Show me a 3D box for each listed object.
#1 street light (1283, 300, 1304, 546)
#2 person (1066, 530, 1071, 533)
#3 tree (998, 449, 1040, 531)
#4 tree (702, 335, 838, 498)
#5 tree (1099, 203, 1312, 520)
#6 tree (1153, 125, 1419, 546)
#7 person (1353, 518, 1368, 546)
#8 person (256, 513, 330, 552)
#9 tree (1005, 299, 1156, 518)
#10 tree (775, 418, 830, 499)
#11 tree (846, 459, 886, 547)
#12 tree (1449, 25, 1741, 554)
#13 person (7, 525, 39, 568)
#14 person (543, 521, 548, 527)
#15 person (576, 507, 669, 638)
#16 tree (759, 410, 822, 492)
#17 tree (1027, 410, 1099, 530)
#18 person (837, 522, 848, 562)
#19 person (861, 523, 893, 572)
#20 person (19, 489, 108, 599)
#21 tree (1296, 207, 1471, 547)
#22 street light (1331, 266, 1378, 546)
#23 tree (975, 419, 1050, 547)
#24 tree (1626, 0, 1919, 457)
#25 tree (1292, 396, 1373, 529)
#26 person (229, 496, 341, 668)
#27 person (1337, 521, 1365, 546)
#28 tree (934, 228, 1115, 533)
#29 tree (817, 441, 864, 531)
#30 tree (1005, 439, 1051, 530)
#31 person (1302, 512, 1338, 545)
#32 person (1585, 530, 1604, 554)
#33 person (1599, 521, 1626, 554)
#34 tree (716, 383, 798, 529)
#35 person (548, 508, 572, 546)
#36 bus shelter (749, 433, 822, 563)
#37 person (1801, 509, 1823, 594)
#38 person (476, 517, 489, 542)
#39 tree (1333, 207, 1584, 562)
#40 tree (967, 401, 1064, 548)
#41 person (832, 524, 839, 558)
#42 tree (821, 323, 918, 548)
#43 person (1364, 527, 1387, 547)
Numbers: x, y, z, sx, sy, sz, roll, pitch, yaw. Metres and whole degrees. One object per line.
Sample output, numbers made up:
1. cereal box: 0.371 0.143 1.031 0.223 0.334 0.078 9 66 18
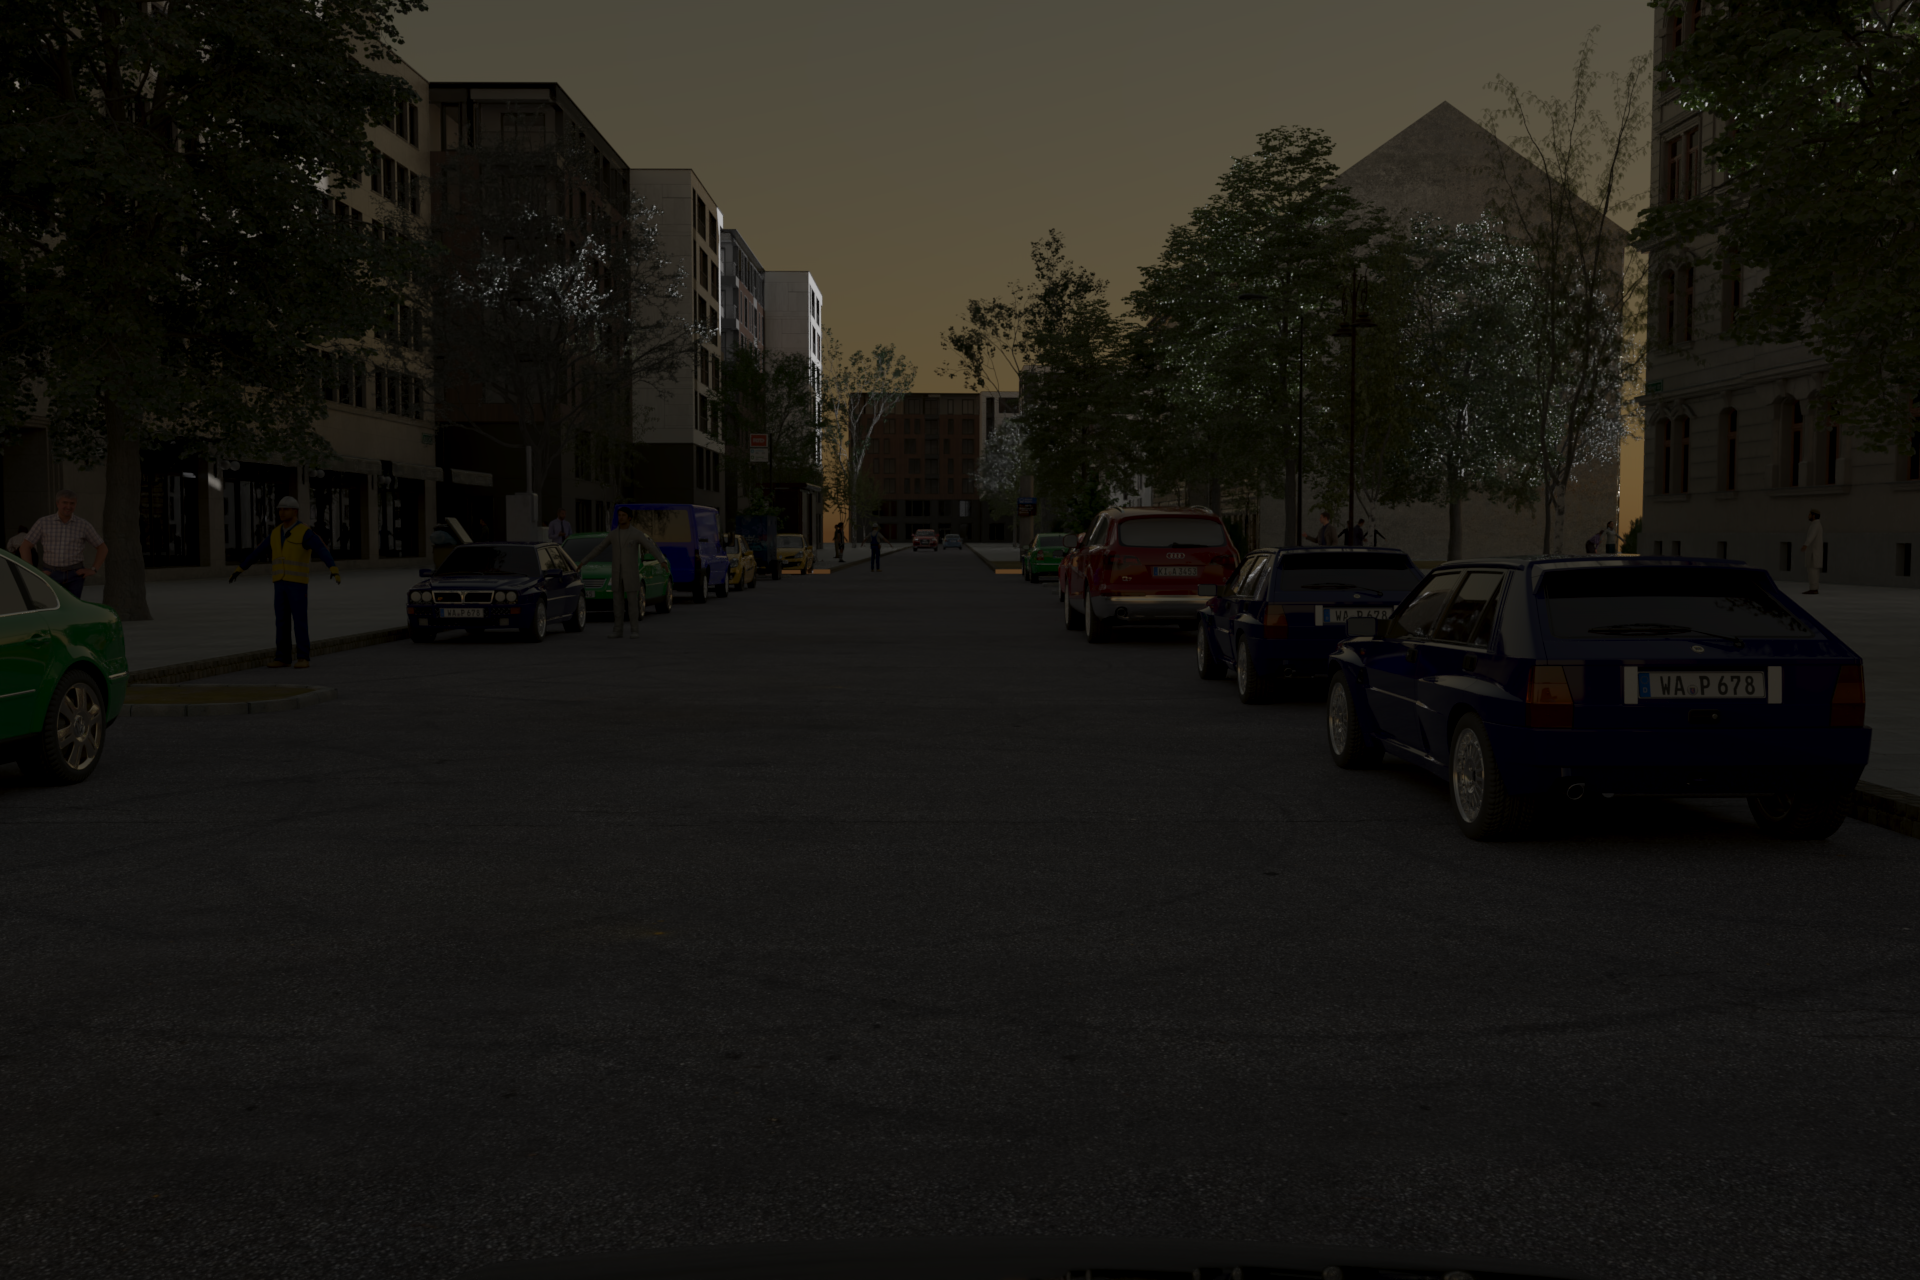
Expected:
1. street light: 7.149 -3.735 33.610 1.470 5.913 1.316 0 4 -1
2. person: 6.538 -5.856 101.867 1.348 1.813 0.705 0 4 3
3. tree: 5.506 -11.857 144.222 4.737 8.622 4.395 0 3 0
4. tree: -10.050 -10.140 91.550 9.928 11.665 9.643 0 3 0
5. tree: 8.533 -8.683 60.099 7.486 12.596 7.792 0 3 0
6. tree: 9.002 -8.012 49.121 7.486 12.596 7.792 0 3 0
7. person: 12.472 -2.905 53.995 0.568 1.767 0.683 -1 4 -22
8. person: -11.769 -1.492 30.562 1.345 1.807 0.704 -3 4 -38
9. tree: 6.070 -10.107 83.375 7.486 12.596 7.792 0 3 0
10. tree: -9.987 -9.702 108.982 4.737 8.622 4.395 0 3 0
11. tree: -9.259 -13.342 168.506 4.737 8.622 4.395 0 3 0
12. tree: 8.880 -4.627 26.018 4.360 8.622 3.978 0 3 0
13. person: -15.585 -1.203 28.907 0.799 1.438 0.628 2 4 29
14. person: -17.200 -4.011 71.805 0.704 1.802 1.346 0 4 -5
15. person: -4.624 -0.931 23.859 1.347 1.806 0.705 1 4 12
16. tree: -9.908 -9.188 100.588 4.360 8.622 3.978 0 3 0
17. tree: 6.372 -8.927 96.326 4.360 8.622 3.978 0 3 0
18. person: -5.357 -4.428 78.542 0.704 1.843 1.345 1 4 11
19. person: -3.203 -3.518 65.827 1.347 1.847 0.705 2 4 23
20. person: -8.611 -0.591 16.647 0.756 1.711 0.436 -1 4 -23
21. tree: 9.597 -5.486 40.066 4.737 8.622 4.395 0 3 0
22. street light: 6.833 -3.510 30.169 0.468 5.910 1.993 0 4 0
23. tree: 4.933 -15.332 168.798 7.486 12.596 7.792 0 3 0
24. tree: 9.242 -5.904 14.658 7.486 12.596 7.792 0 3 0
25. tree: 16.952 -7.928 79.979 4.360 8.622 3.978 0 3 0
26. person: -7.187 -0.619 18.547 1.349 1.833 0.705 1 4 15
27. person: 15.992 -3.992 71.201 1.347 1.837 0.705 1 4 18
28. tree: 4.722 -15.549 110.117 12.611 20.169 13.585 0 3 0
29. tree: -9.254 -11.363 136.142 4.737 8.622 4.395 0 3 0
30. tree: 5.578 -11.240 134.139 4.737 8.622 4.395 0 3 0
31. person: 7.789 -1.898 37.611 0.750 1.759 0.617 0 4 -3
32. person: 22.722 -3.220 61.930 0.421 1.427 0.697 -3 5 -44
33. person: 22.489 -3.235 59.727 1.217 1.735 0.721 -2 4 -25
34. tree: -9.642 -8.173 83.984 4.360 8.622 3.978 0 3 0
35. person: -8.498 -1.910 37.143 0.709 1.838 0.599 -3 5 -41
36. bus shelter: -7.240 -5.752 71.682 2.179 5.291 8.768 0 4 1
37. person: 18.160 -1.885 36.906 0.704 1.819 1.344 2 4 35
38. person: -15.185 -3.003 55.170 0.705 1.821 1.348 0 4 -4
39. tree: 19.113 -9.794 66.793 9.857 13.997 8.962 0 3 0
40. tree: 5.688 -15.102 157.295 12.009 13.543 11.850 0 3 0
41. person: -6.566 -5.232 91.817 0.705 1.796 1.348 -1 4 -12
42. tree: -11.004 -18.432 157.256 12.611 20.169 13.585 0 3 0
43. person: 20.503 -4.876 85.916 1.347 1.806 0.705 2 4 35
